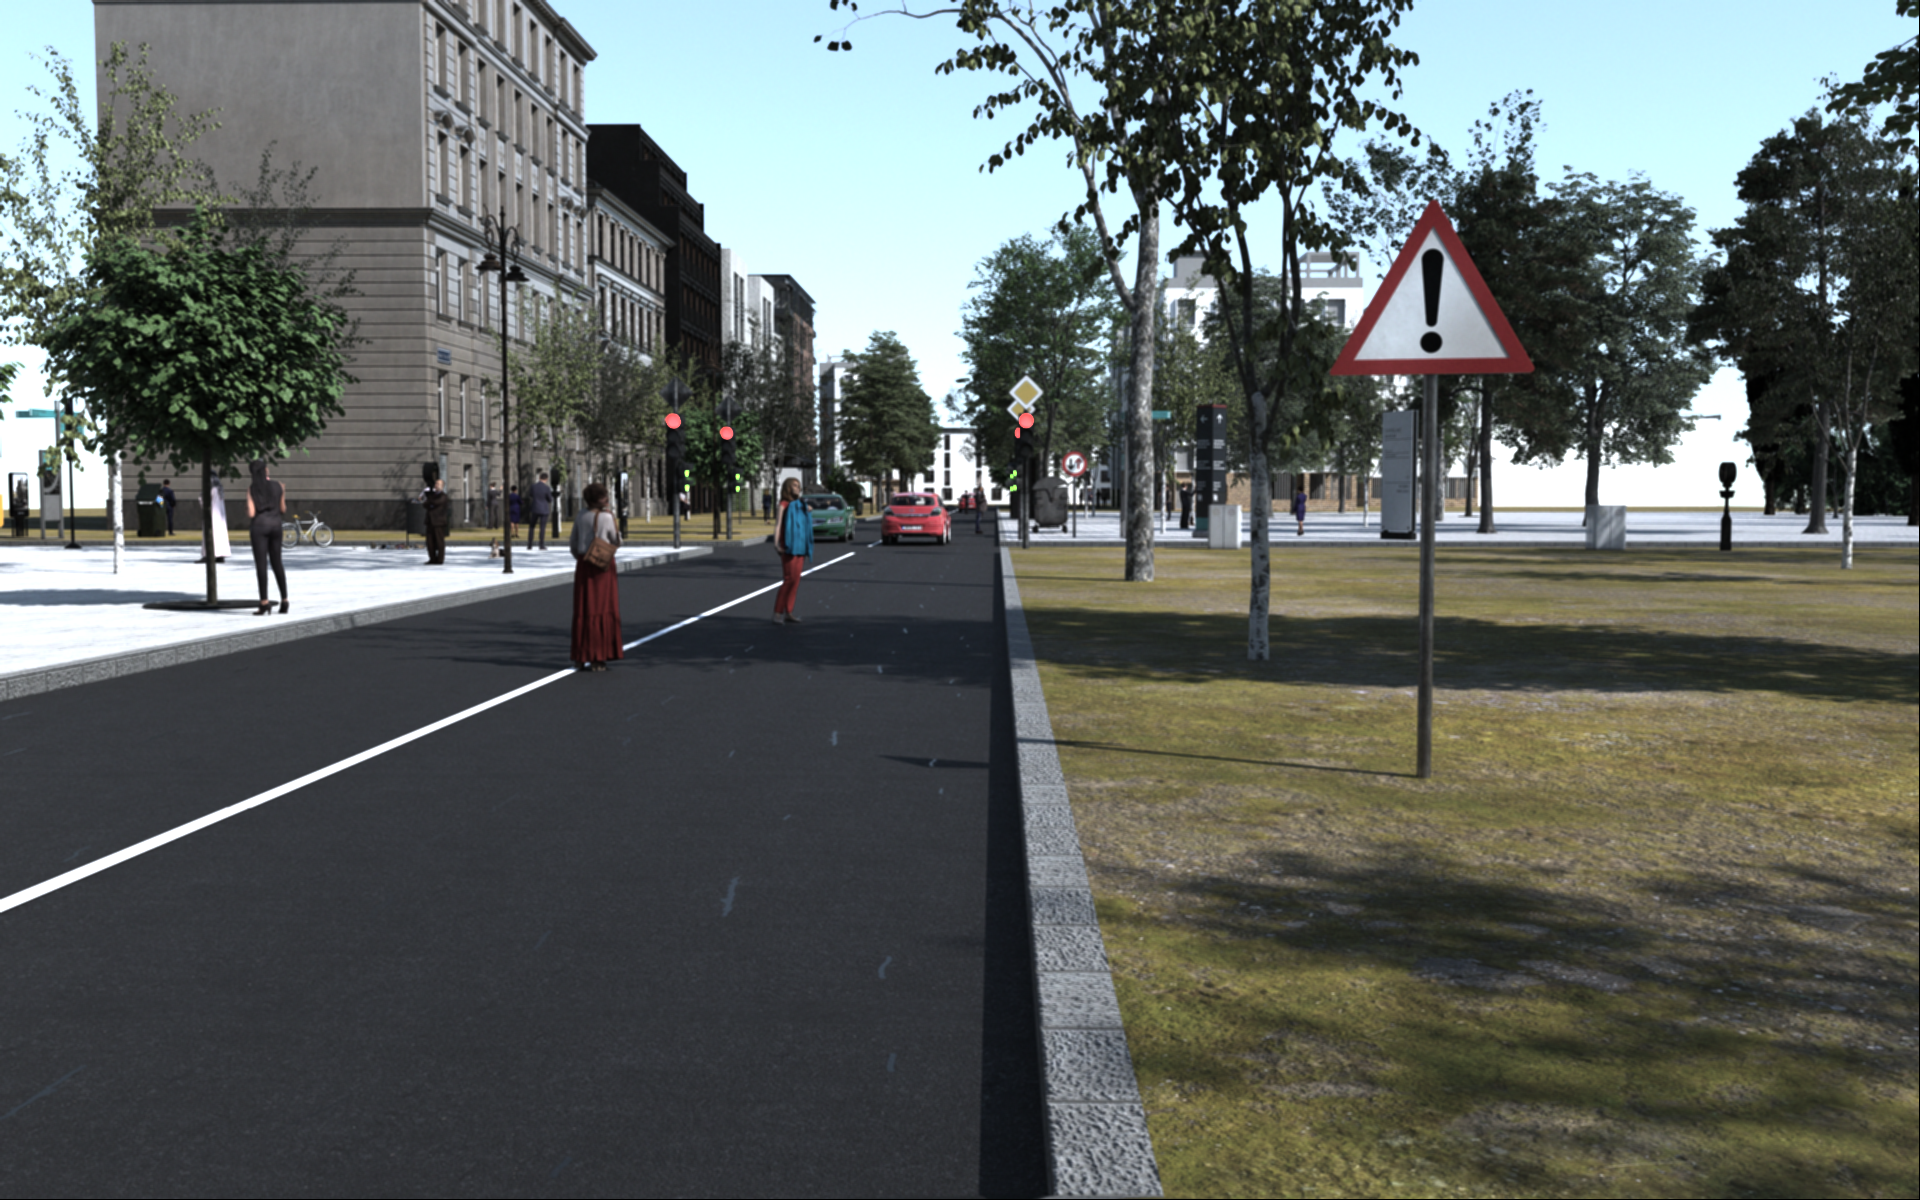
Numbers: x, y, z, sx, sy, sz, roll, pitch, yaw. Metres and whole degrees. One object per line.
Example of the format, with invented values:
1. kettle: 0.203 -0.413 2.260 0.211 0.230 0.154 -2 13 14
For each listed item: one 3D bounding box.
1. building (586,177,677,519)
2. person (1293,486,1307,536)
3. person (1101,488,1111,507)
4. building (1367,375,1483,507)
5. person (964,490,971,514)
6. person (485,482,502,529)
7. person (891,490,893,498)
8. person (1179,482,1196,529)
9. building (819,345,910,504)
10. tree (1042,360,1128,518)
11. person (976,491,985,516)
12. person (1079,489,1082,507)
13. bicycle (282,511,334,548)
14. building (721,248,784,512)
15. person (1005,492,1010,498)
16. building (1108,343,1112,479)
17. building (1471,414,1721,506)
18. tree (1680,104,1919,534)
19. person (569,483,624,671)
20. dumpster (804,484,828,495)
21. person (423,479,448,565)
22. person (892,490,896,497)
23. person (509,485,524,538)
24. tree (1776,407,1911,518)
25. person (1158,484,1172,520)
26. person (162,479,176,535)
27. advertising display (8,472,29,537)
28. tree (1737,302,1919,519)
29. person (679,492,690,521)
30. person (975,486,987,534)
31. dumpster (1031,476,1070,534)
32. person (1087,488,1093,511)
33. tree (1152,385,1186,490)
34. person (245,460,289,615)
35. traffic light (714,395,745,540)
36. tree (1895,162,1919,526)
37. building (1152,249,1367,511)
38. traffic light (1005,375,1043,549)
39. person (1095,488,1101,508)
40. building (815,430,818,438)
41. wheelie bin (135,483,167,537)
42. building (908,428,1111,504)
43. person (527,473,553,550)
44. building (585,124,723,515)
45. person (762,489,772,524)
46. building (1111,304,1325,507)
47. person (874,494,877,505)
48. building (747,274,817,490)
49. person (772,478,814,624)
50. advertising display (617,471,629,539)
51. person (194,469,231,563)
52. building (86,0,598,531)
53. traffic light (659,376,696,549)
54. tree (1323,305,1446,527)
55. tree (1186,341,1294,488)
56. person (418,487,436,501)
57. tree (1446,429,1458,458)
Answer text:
1. building: -22.448 -14.076 94.775 10.561 19.102 19.286 0 4 1
2. person: 10.428 -2.756 53.479 0.453 1.535 0.546 -3 5 -43
3. person: 13.981 -9.878 167.561 1.348 1.823 0.705 1 4 23
4. building: 46.219 -19.745 179.257 11.380 20.091 16.016 0 4 1
5. person: 0.589 -6.971 123.279 0.742 1.727 0.445 3 4 39
6. person: -17.008 -3.450 63.250 0.445 1.727 0.742 1 4 12
7. person: -7.742 -11.579 196.065 1.217 1.736 0.721 0 4 -1
8. person: 8.499 -3.520 64.398 0.742 1.727 0.445 2 4 26
9. building: -12.380 -22.647 226.694 11.380 20.091 16.016 0 4 1
10. tree: 6.453 -8.652 91.815 4.360 8.622 3.978 0 3 0
11. person: 1.274 -6.249 111.366 0.600 1.739 0.565 3 5 44
12. person: 11.855 -10.053 170.368 0.705 1.831 1.348 1 4 13
13. bicycle: -15.666 -1.722 41.382 0.635 0.972 1.543 3 4 38
14. building: -24.497 -16.762 140.516 16.747 18.905 31.486 0 4 1
15. person: 4.961 -9.853 167.158 1.348 1.822 0.705 -2 4 -29
16. building: 23.784 -19.967 182.874 16.016 20.091 11.380 0 4 1
17. building: 66.096 -14.769 183.616 28.070 9.664 9.099 0 4 1
18. tree: 27.645 -9.063 55.603 7.806 13.903 7.818 0 3 0
19. person: -2.979 -0.191 14.096 0.523 1.526 0.387 2 4 35
20. dumpster: -8.002 -5.501 95.698 1.264 1.857 1.865 0 4 1
21. person: -9.501 -1.414 31.436 0.482 1.546 0.388 2 4 32
22. person: -6.100 -9.528 162.770 0.436 1.711 0.756 -1 4 -20
23. person: -12.973 -2.576 50.526 0.453 1.535 0.546 -1 4 -10
24. tree: 52.829 -7.633 87.708 20.602 7.101 11.467 1 4 21
25. person: 9.991 -4.773 84.612 0.750 1.759 0.617 1 4 14
26. person: -24.547 -2.870 53.666 0.576 1.737 0.504 0 4 -6
27. advertising display: -28.150 -2.850 51.814 0.123 1.923 0.974 0 4 -3
28. tree: 54.667 -12.597 107.789 13.155 14.587 18.604 1 4 15
29. person: -13.261 -4.576 83.076 0.590 1.554 0.614 1 4 23
30. person: 0.761 -3.275 62.861 0.431 1.722 0.655 0 4 -4
31. dumpster: 2.993 -3.134 57.005 1.264 1.857 1.865 0 4 1
32. person: 10.163 -7.833 134.566 0.683 1.767 0.568 -1 4 -19
33. tree: 12.255 -9.535 106.264 4.360 8.622 3.978 0 3 0
34. person: -7.390 -0.668 18.438 0.415 1.643 0.593 0 4 -3
35. traffic light: -6.473 -3.630 48.595 0.839 4.213 0.868 0 4 1
36. tree: 44.487 -10.310 70.390 13.155 14.587 18.604 2 4 33
37. building: 23.204 -17.317 139.551 16.016 20.091 11.380 0 4 1
38. traffic light: 1.523 -3.132 40.460 0.839 4.213 0.868 0 4 1
39. person: 12.645 -9.357 159.049 0.705 1.822 1.348 3 4 37
40. building: -32.870 -17.236 223.961 28.070 9.664 9.099 0 4 1
41. wheelie bin: -24.012 -2.661 51.422 0.980 1.594 0.693 1 4 8
42. building: 7.460 -17.175 222.956 28.070 9.664 9.099 0 4 1
43. person: -9.665 -2.042 39.871 0.683 1.767 0.568 0 4 7
44. building: -22.807 -17.279 112.182 12.332 23.373 15.834 0 4 1
45. person: -8.184 -3.978 73.621 0.480 1.512 0.613 -2 4 -32
46. building: 23.514 -18.026 161.180 16.747 18.905 31.486 0 4 1
47. person: -9.500 -11.649 199.733 0.991 1.433 0.599 2 4 26
48. building: -31.805 -20.267 175.336 32.646 21.610 27.936 0 4 1
49. person: -1.868 -0.559 19.340 0.593 1.614 0.444 -2 4 -35
50. advertising display: -9.590 -2.695 49.282 0.123 1.923 0.974 0 4 1
51. person: -13.895 -1.556 32.153 0.621 1.740 0.551 -1 4 -19
52. building: -23.897 -16.799 71.927 12.463 27.353 25.104 0 4 1
53. traffic light: -6.637 -3.142 40.612 0.839 4.213 0.868 0 4 1
54. tree: 15.861 -7.136 67.033 4.360 8.622 3.978 0 3 0
55. tree: 13.445 -7.920 79.853 4.360 8.622 3.978 0 3 0
56. person: -17.254 -3.030 56.514 0.756 1.711 0.436 2 4 26
57. tree: 29.350 -9.737 109.555 4.360 8.622 3.978 0 3 0
